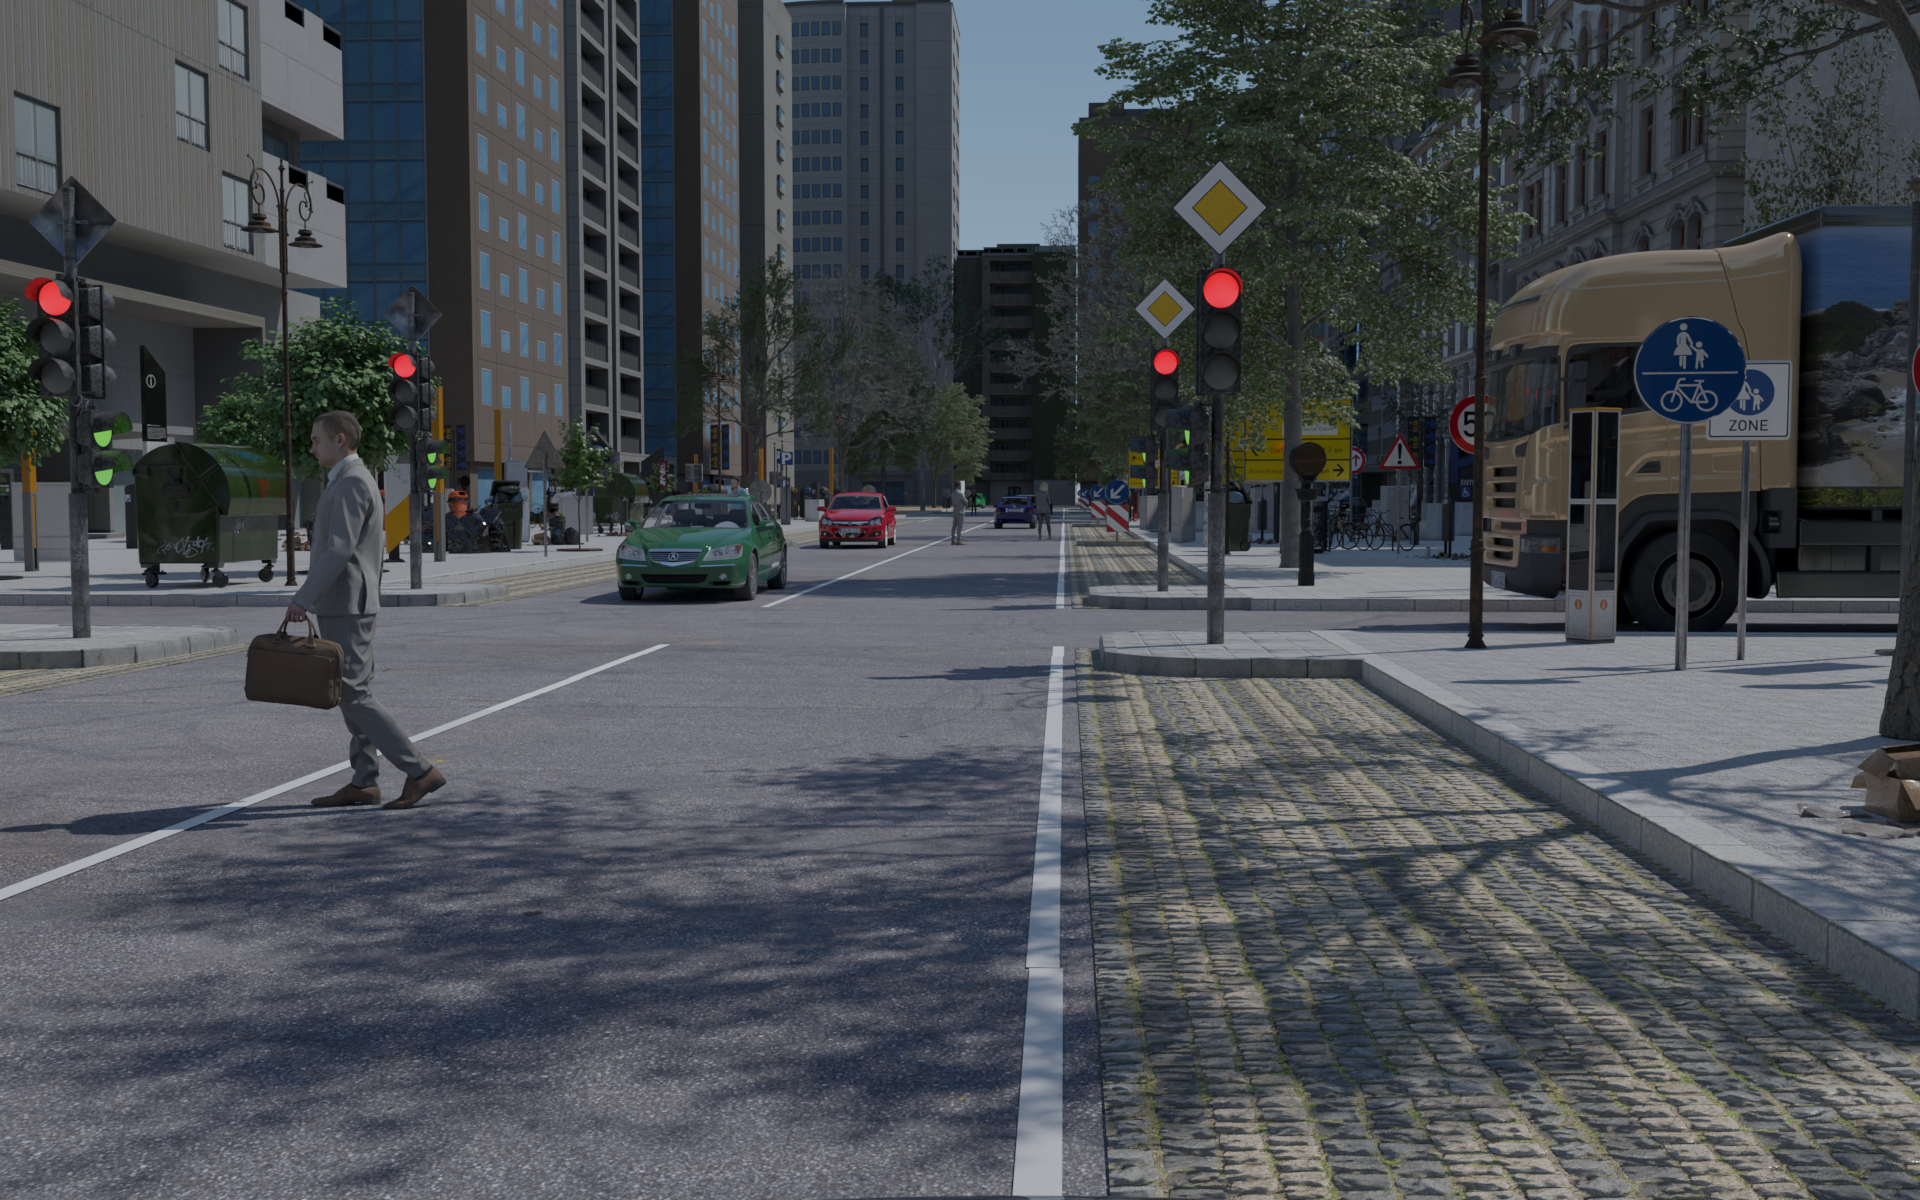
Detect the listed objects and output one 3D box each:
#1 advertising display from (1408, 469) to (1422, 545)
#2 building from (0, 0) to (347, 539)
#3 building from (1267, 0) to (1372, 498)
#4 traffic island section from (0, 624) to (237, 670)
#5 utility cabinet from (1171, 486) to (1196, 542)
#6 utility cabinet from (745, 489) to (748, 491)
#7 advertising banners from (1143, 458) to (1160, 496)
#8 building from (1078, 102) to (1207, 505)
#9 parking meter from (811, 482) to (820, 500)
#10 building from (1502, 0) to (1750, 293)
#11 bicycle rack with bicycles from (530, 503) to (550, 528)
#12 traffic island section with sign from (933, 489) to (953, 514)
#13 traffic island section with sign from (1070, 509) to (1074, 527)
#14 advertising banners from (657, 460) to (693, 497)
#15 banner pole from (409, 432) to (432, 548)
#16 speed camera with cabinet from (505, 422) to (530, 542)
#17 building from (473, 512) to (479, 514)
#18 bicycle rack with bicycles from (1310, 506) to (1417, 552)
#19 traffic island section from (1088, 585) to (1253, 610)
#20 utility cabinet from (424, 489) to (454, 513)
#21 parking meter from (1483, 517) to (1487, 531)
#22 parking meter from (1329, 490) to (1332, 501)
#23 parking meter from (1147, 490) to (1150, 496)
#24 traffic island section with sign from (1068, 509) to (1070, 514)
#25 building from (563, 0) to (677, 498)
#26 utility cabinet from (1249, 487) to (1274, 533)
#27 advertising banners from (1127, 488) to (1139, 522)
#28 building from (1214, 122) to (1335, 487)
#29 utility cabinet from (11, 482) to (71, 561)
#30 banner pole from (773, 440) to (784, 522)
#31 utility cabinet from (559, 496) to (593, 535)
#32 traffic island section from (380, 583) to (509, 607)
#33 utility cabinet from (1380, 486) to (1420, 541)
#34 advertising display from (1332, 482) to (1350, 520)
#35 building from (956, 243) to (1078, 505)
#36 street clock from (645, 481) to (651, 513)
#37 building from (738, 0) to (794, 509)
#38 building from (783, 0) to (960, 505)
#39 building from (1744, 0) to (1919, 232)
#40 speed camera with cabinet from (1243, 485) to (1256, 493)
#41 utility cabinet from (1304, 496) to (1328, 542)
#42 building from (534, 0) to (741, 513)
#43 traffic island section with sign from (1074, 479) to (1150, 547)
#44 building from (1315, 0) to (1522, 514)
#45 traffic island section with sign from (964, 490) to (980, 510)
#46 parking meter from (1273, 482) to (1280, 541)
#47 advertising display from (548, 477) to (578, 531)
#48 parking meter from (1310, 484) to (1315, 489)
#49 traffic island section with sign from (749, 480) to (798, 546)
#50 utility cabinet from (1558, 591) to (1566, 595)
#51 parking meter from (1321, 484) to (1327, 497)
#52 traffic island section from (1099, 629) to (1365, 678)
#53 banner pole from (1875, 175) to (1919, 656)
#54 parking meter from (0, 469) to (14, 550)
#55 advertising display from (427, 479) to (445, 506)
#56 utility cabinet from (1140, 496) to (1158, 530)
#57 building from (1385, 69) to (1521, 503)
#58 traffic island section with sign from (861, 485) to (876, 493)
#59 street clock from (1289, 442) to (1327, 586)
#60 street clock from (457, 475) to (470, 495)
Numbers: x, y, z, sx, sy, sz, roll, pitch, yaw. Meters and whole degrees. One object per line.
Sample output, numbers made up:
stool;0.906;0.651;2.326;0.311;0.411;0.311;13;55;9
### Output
advertising display;11.498;-2.358;43.769;0.123;1.923;0.974;0;4;3
building;-35.956;-28.242;50.995;28.713;52.752;27.495;0;4;3
building;38.029;-50.651;140.822;22.319;86.520;31.000;0;4;3
traffic island section;-7.860;0.416;15.473;2.009;0.180;2.903;0;4;3
utility cabinet;5.978;-2.295;46.205;0.318;1.500;1.173;2;4;26
utility cabinet;-9.440;-4.163;76.736;0.318;1.500;1.173;1;4;23
advertising banners;7.875;-4.502;69.787;0.090;3.025;2.074;-1;4;-23
building;20.797;-33.708;201.233;14.200;45.320;14.600;0;4;3
parking meter;-7.069;-4.822;84.548;0.399;1.863;0.255;2;4;32
building;28.523;-16.687;60.226;14.401;28.519;23.554;0;4;3
bicycle rack with bicycles;-16.266;-3.202;65.737;2.852;0.926;2.925;-3;5;-43
traffic island section with sign;-0.911;-7.118;124.999;1.989;1.847;2.006;0;4;3
traffic island section with sign;5.848;-4.051;74.864;1.989;1.847;2.006;0;4;3
advertising banners;-14.655;-5.715;89.623;2.074;3.025;0.090;-2;4;-30
banner pole;-12.607;-3.105;40.780;0.863;3.779;0.401;1;4;20
speed camera with cabinet;-11.962;-3.211;46.831;0.660;3.252;2.038;-1;4;-15
building;-27.212;-26.312;80.315;14.600;45.320;14.200;0;4;3
bicycle rack with bicycles;8.591;-1.596;39.473;2.852;0.926;2.925;-2;4;-25
traffic island section;2.695;-0.034;22.832;2.009;0.180;2.903;0;4;3
utility cabinet;-21.814;-3.910;72.615;1.173;1.500;0.318;0;4;2
parking meter;12.359;-2.133;40.581;0.255;1.863;0.399;-2;4;-30
parking meter;20.818;-5.402;96.739;0.372;1.533;0.369;0;3;0
parking meter;9.077;-4.779;83.854;0.255;1.863;0.399;0;4;5
traffic island section with sign;8.833;-7.081;124.402;1.989;1.847;2.006;0;4;3
building;-29.316;-41.056;109.511;20.563;71.187;20.611;0;4;3
utility cabinet;10.064;-2.949;56.887;1.173;1.500;0.318;-2;4;-28
advertising banners;8.100;-5.138;80.196;0.090;3.025;2.074;2;4;25
building;42.524;-33.589;203.797;28.867;44.769;22.147;0;4;3
utility cabinet;-17.222;-1.471;32.737;1.173;1.500;0.318;0;4;-5
banner pole;-8.842;-5.741;83.876;0.401;3.779;0.863;2;4;27
utility cabinet;-12.096;-2.653;54.541;1.020;1.237;0.306;-2;4;-30
traffic island section;-7.378;-0.071;23.444;2.009;0.180;2.903;0;4;3
utility cabinet;12.057;-2.369;47.416;1.173;1.500;0.318;-2;4;-29
advertising display;18.633;-4.847;84.467;0.974;1.923;0.123;0;4;6
building;6.679;-26.362;202.712;14.107;30.474;14.160;0;4;3
street clock;-16.950;-5.475;94.079;0.358;2.002;0.471;2;4;34
building;-26.625;-32.229;150.648;21.600;48.544;21.300;0;4;3
building;-14.244;-40.636;206.398;28.212;58.520;21.231;0;4;3
building;28.642;-11.306;39.604;16.860;20.320;10.420;0;4;3
speed camera with cabinet;12.498;-4.952;75.305;0.660;3.252;2.038;1;4;23
utility cabinet;9.700;-2.203;47.175;0.306;1.237;1.020;-1;4;-10
building;-24.403;-29.193;127.410;14.600;45.320;14.200;0;4;3
traffic island section with sign;4.216;-2.397;47.816;1.989;1.847;2.006;0;4;3
building;40.475;-25.814;113.939;32.217;40.220;23.993;0;4;3
traffic island section with sign;0.729;-8.775;152.096;1.989;1.847;2.006;0;4;3
parking meter;8.652;-2.514;46.809;0.255;1.863;0.399;-1;4;-9
advertising display;-13.690;-3.337;59.769;0.974;1.923;0.123;-1;4;-10
parking meter;16.997;-4.786;83.959;0.399;1.863;0.255;2;4;28
traffic island section with sign;-5.562;-2.407;47.987;1.989;1.847;2.006;0;4;3
utility cabinet;7.920;-0.655;21.879;0.306;1.237;1.020;-2;4;-32
parking meter;20.478;-5.598;97.233;0.399;1.863;0.255;2;4;25
traffic island section;2.213;0.454;14.862;2.009;0.180;2.903;0;4;3
banner pole;7.703;-1.440;13.567;0.863;3.779;0.401;3;5;43
parking meter;-21.952;-2.091;39.895;0.255;1.863;0.399;-1;4;-15
advertising display;-19.038;-3.532;62.963;0.123;1.923;0.974;1;4;16
utility cabinet;6.800;-3.136;62.443;0.306;1.237;1.020;2;4;29
building;29.554;-14.845;84.513;13.314;21.916;24.055;0;4;3
traffic island section with sign;-3.933;-4.059;74.985;1.989;1.847;2.006;0;4;3
street clock;4.846;-1.200;24.184;0.471;2.002;0.358;0;4;-5
street clock;-19.216;-3.823;67.081;0.358;2.002;0.471;3;5;45
